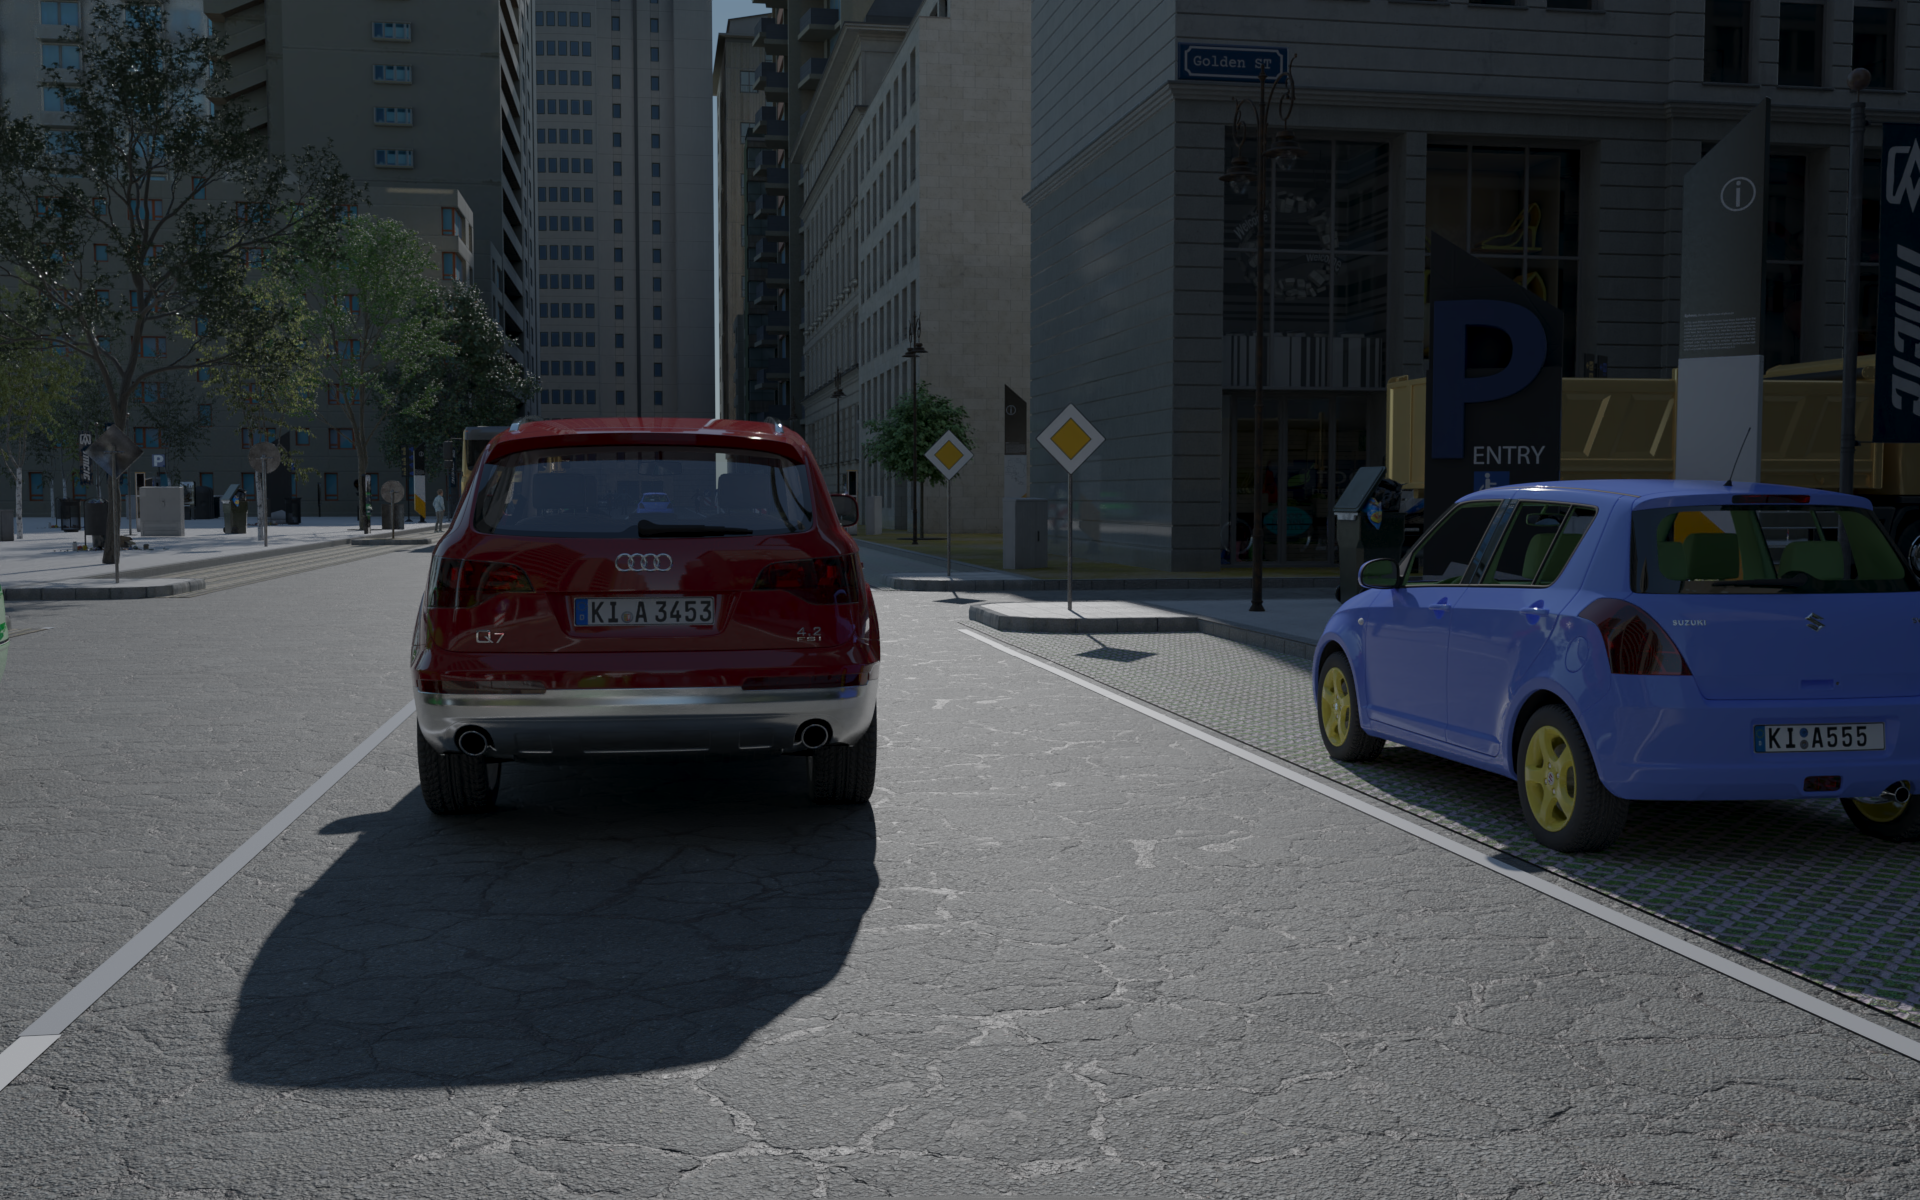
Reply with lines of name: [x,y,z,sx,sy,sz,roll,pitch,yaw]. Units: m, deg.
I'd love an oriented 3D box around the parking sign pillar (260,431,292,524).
parking sign pillar: [-29.302,-5.236,74.083,1.447,3.967,1.447,-1,4,-14]

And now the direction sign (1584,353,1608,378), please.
direction sign: [10.324,-2.215,28.219,0.379,3.537,0.876,3,5,42]

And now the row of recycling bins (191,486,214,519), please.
row of recycling bins: [-38.926,-5.012,89.056,1.069,1.692,3.534,-1,4,-20]

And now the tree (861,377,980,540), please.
tree: [-0.995,-3.978,48.758,4.285,4.588,4.351,0,3,0]

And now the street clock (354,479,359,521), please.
street clock: [-28.793,-4.800,83.053,0.471,2.002,0.358,1,4,9]

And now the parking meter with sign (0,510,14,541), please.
parking meter with sign: [-26.342,-3.066,46.392,0.543,3.016,1.738,2,4,33]

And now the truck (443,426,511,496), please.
truck: [-13.360,-3.440,52.164,3.469,3.379,9.791,-1,4,-11]

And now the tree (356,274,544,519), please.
tree: [-26.670,-10.638,90.938,9.611,12.733,9.660,0,3,0]

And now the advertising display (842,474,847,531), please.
advertising display: [-3.632,-3.068,55.372,0.123,1.923,0.974,-1,4,-11]

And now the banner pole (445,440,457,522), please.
banner pole: [-23.799,-5.565,81.009,0.401,3.779,0.863,1,4,17]

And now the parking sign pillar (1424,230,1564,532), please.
parking sign pillar: [5.383,-1.774,17.484,1.447,3.967,1.447,1,4,21]

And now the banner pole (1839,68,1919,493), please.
banner pole: [5.514,-1.243,10.333,0.863,3.779,0.401,-1,4,-9]

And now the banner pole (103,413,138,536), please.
banner pole: [-25.883,-3.876,53.396,0.863,3.779,0.401,-2,4,-28]

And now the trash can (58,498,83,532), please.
trash can: [-29.954,-2.855,58.332,0.748,1.137,0.748,0,3,0]

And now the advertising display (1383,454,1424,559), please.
advertising display: [7.225,-1.388,27.902,0.974,1.923,0.123,-2,4,-24]

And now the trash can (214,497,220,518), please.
trash can: [-39.433,-4.884,91.505,0.748,1.137,0.748,0,3,0]

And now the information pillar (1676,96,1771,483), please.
information pillar: [4.607,-1.169,10.470,0.504,3.616,0.183,3,5,41]

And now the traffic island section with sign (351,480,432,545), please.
traffic island section with sign: [-16.125,-2.484,49.239,1.989,1.847,2.006,-1,4,-10]

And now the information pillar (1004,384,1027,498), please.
information pillar: [1.164,-2.778,36.778,0.504,3.616,0.183,0,4,2]

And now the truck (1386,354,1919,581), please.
truck: [11.172,-1.763,24.744,9.791,3.379,3.469,-1,4,-9]

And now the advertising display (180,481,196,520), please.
advertising display: [-38.235,-4.921,85.675,0.974,1.923,0.123,1,4,16]

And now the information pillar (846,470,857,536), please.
information pillar: [-3.336,-2.994,53.436,0.304,2.012,0.304,-1,4,-12]

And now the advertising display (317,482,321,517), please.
advertising display: [-35.659,-5.578,96.415,0.123,1.923,0.974,-1,4,-17]

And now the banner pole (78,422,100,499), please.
banner pole: [-30.297,-4.304,60.395,0.401,3.779,0.863,3,4,37]

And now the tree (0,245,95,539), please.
tree: [-26.971,-6.067,49.554,4.737,8.622,4.395,0,3,0]

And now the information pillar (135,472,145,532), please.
information pillar: [-27.814,-3.322,58.803,0.304,2.012,0.304,-2,4,-27]

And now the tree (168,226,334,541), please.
tree: [-19.241,-5.936,47.424,4.360,8.622,3.978,0,3,0]

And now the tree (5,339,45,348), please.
tree: [-42.867,-7.691,76.110,4.360,8.622,3.978,0,3,0]

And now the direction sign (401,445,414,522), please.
direction sign: [-25.440,-5.373,79.850,0.876,3.537,0.379,2,4,33]

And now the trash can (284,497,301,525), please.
trash can: [-27.864,-3.713,72.365,0.748,1.137,0.748,0,3,0]

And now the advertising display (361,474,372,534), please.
advertising display: [-19.059,-3.085,55.649,0.123,1.923,0.974,-1,4,-9]

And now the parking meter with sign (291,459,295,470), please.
parking meter with sign: [-33.260,-5.425,84.955,0.543,3.016,1.738,0,4,5]

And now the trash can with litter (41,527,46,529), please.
trash can with litter: [-33.406,-3.315,65.253,2.233,1.210,1.678,-1,4,-9]

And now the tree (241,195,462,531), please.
tree: [-21.125,-8.261,60.821,9.928,11.665,9.643,0,3,0]

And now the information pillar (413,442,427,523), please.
information pillar: [-24.075,-5.250,77.186,0.504,3.616,0.183,-3,5,-40]

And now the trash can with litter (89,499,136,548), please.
trash can with litter: [-20.348,-1.848,41.600,1.055,1.170,0.624,0,4,5]

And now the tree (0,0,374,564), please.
tree: [-15.307,-5.929,31.356,7.601,10.594,8.767,2,4,25]

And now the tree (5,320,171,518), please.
tree: [-34.527,-7.257,69.013,4.360,8.622,3.978,0,3,0]

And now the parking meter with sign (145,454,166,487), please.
parking meter with sign: [-35.138,-4.838,75.369,0.543,3.016,1.738,0,4,-5]
